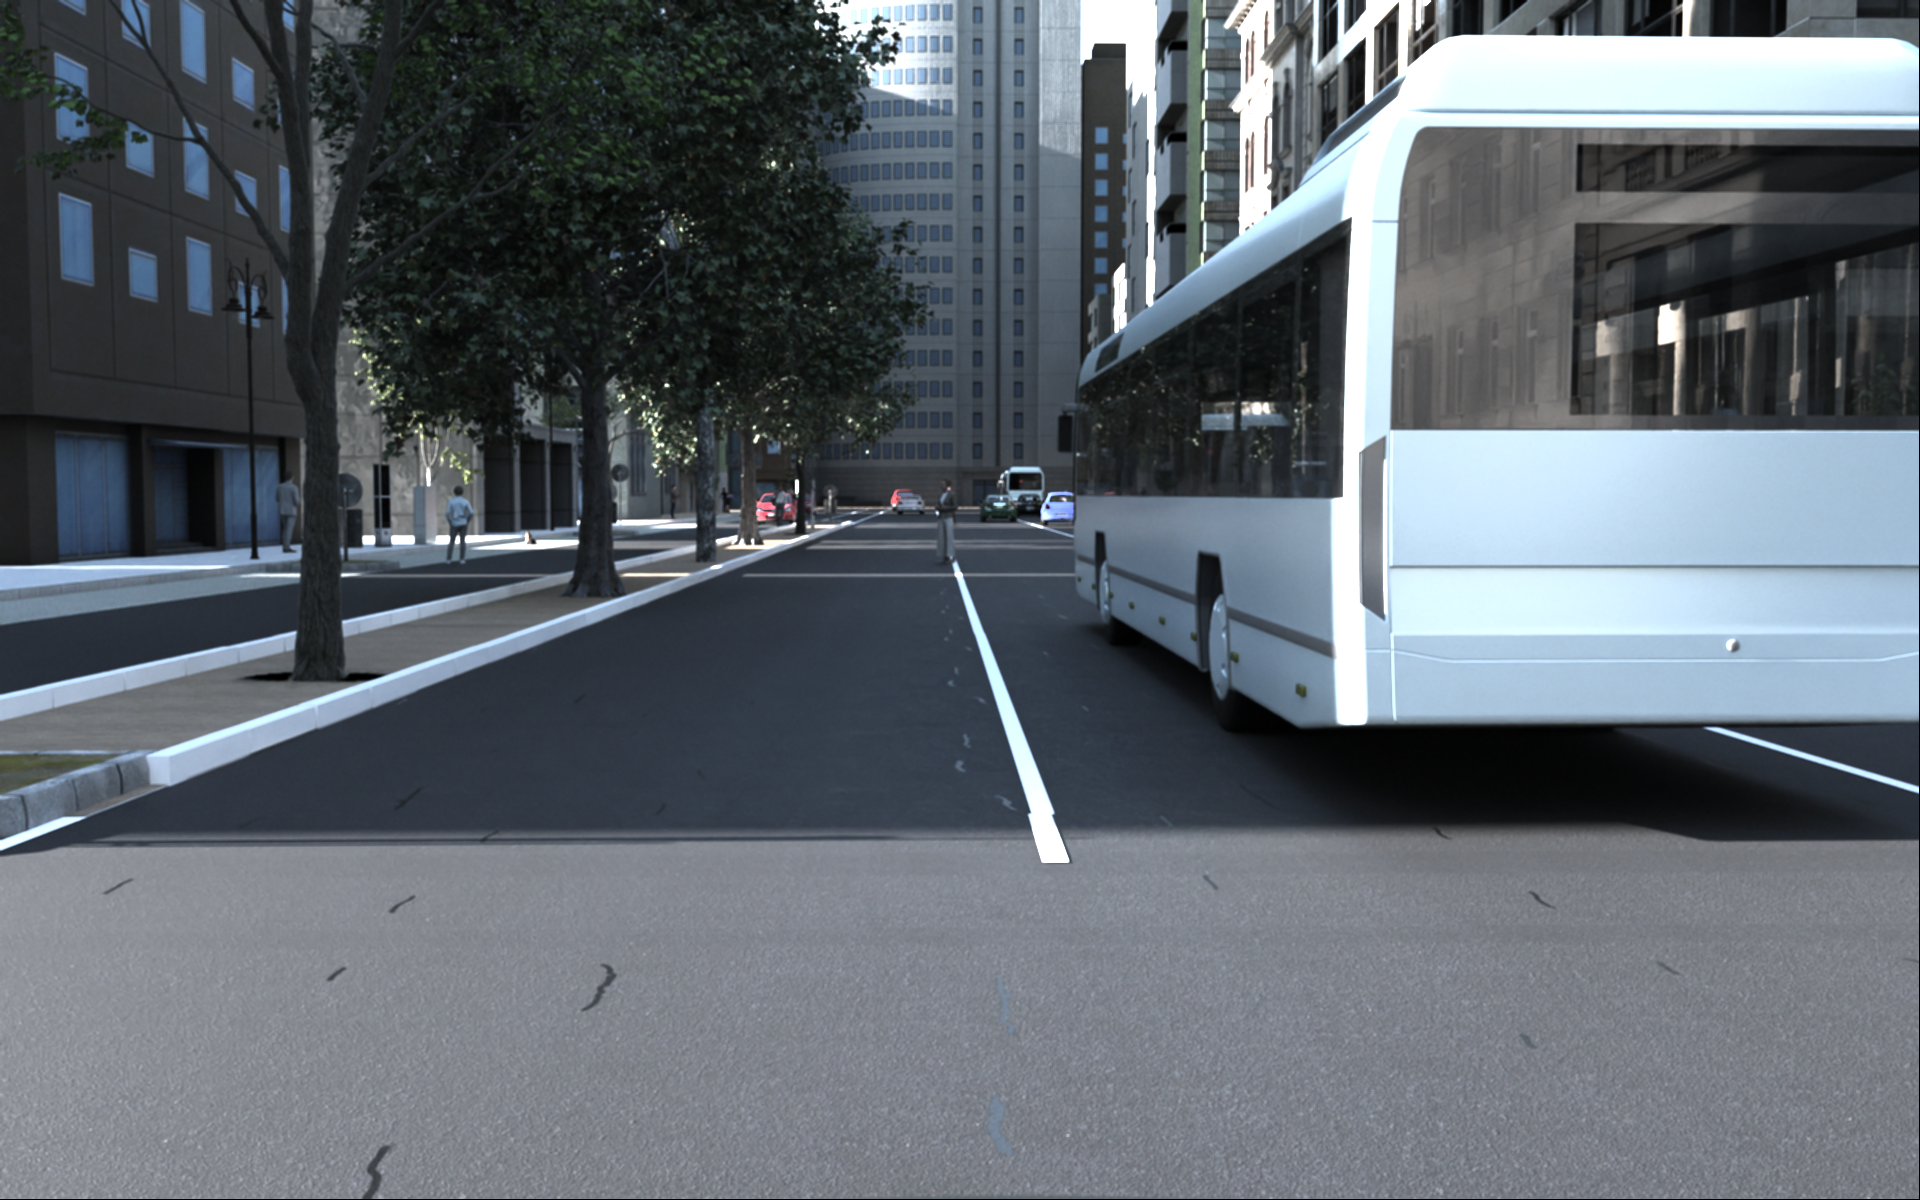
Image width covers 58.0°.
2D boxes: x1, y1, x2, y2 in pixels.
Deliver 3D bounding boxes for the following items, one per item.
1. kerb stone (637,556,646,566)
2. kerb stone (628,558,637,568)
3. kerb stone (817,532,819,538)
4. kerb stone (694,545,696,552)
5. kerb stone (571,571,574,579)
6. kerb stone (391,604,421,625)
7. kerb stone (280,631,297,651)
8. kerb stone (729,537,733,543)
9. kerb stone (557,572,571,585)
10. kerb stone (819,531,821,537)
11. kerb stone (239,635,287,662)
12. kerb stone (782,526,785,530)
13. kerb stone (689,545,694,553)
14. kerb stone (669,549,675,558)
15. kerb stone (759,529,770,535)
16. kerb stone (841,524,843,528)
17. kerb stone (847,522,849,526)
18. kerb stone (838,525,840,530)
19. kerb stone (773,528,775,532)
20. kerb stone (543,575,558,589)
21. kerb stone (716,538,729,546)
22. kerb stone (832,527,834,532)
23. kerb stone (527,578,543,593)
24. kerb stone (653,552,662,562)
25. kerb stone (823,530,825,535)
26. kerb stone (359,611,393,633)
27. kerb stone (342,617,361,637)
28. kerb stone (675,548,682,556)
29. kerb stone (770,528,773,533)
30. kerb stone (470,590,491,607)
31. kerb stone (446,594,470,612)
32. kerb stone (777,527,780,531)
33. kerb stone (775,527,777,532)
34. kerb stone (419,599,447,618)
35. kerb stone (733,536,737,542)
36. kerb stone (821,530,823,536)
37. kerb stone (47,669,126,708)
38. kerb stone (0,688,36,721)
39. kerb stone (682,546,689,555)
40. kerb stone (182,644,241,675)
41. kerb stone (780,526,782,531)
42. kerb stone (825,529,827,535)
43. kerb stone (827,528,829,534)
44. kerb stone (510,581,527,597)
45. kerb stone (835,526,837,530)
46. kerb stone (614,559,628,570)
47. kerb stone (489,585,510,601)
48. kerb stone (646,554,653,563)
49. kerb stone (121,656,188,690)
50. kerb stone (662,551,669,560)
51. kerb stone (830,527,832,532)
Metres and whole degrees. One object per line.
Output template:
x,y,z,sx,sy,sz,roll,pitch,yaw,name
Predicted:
-6.470,-0.756,34.581,0.120,0.150,1.000,0,4,-1,kerb stone
-6.456,-0.695,33.559,0.120,0.150,1.000,0,4,-1,kerb stone
-4.739,-2.075,56.135,0.120,0.150,1.000,0,4,-1,kerb stone
-6.614,-1.258,42.782,0.120,0.150,1.000,0,4,-1,kerb stone
-6.370,-0.382,28.442,0.120,0.150,1.000,0,4,-1,kerb stone
-6.216,0.183,19.215,0.120,0.150,1.000,0,4,-1,kerb stone
-6.154,0.371,16.129,0.120,0.150,1.000,0,4,-1,kerb stone
-6.735,-1.699,49.970,0.120,0.150,1.000,0,4,-1,kerb stone
-6.358,-0.320,27.420,0.120,0.150,1.000,0,4,-1,kerb stone
-4.750,-2.138,57.157,0.120,0.150,1.000,0,4,-1,kerb stone
-6.145,0.440,15.107,0.120,0.150,1.000,0,4,-1,kerb stone
-7.023,-2.765,67.396,0.120,0.150,1.000,0,4,-1,kerb stone
-6.592,-1.194,41.751,0.120,0.150,1.000,0,4,-1,kerb stone
-6.547,-1.008,38.674,0.120,0.150,1.000,0,4,-1,kerb stone
-6.919,-2.388,61.245,0.120,0.150,1.000,0,4,-1,kerb stone
-4.970,-2.953,70.475,0.120,0.150,1.000,0,4,-1,kerb stone
-5.060,-3.266,75.592,0.120,0.150,1.000,0,4,-1,kerb stone
-4.944,-2.826,68.426,0.120,0.150,1.000,0,4,-1,kerb stone
-6.958,-2.514,63.295,0.120,0.150,1.000,0,4,-1,kerb stone
-6.340,-0.255,26.392,0.120,0.150,1.000,0,4,-1,kerb stone
-6.719,-1.635,48.943,0.120,0.150,1.000,0,4,-1,kerb stone
-4.869,-2.574,64.324,0.120,0.150,1.000,0,4,-1,kerb stone
-6.315,-0.194,25.370,0.120,0.150,1.000,0,4,-1,kerb stone
-6.495,-0.883,36.626,0.120,0.150,1.000,0,4,-1,kerb stone
-4.790,-2.258,59.209,0.120,0.150,1.000,0,4,-1,kerb stone
-6.199,0.245,18.190,0.120,0.150,1.000,0,4,-1,kerb stone
-6.185,0.308,17.154,0.120,0.150,1.000,0,4,-1,kerb stone
-6.558,-1.070,39.696,0.120,0.150,1.000,0,4,-1,kerb stone
-6.931,-2.447,62.273,0.120,0.150,1.000,0,4,-1,kerb stone
-6.260,-0.006,22.299,0.120,0.150,1.000,0,4,-1,kerb stone
-6.250,0.057,21.272,0.120,0.150,1.000,0,4,-1,kerb stone
-6.990,-2.639,65.345,0.120,0.150,1.000,0,4,-1,kerb stone
-6.979,-2.576,64.318,0.120,0.150,1.000,0,4,-1,kerb stone
-6.233,0.119,20.250,0.120,0.150,1.000,0,4,-1,kerb stone
-6.745,-1.758,50.993,0.120,0.150,1.000,0,4,-1,kerb stone
-4.767,-2.201,58.187,0.120,0.150,1.000,0,4,-1,kerb stone
-6.096,0.624,12.016,0.120,0.150,1.000,0,4,-1,kerb stone
-6.074,0.687,10.994,0.120,0.150,1.000,0,4,-1,kerb stone
-6.570,-1.133,40.718,0.120,0.150,1.000,0,4,-1,kerb stone
-6.126,0.497,14.071,0.120,0.150,1.000,0,4,-1,kerb stone
-7.006,-2.702,66.374,0.120,0.150,1.000,0,4,-1,kerb stone
-4.805,-2.326,60.231,0.120,0.150,1.000,0,4,-1,kerb stone
-4.816,-2.385,61.257,0.120,0.150,1.000,0,4,-1,kerb stone
-6.302,-0.132,24.348,0.120,0.150,1.000,0,4,-1,kerb stone
-4.900,-2.702,66.370,0.120,0.150,1.000,0,4,-1,kerb stone
-6.441,-0.633,32.537,0.120,0.150,1.000,0,4,-1,kerb stone
-6.280,-0.068,23.321,0.120,0.150,1.000,0,4,-1,kerb stone
-6.496,-0.820,35.603,0.120,0.150,1.000,0,4,-1,kerb stone
-6.110,0.560,13.045,0.120,0.150,1.000,0,4,-1,kerb stone
-6.517,-0.945,37.649,0.120,0.150,1.000,0,4,-1,kerb stone
-4.854,-2.514,63.301,0.120,0.150,1.000,0,4,-1,kerb stone
